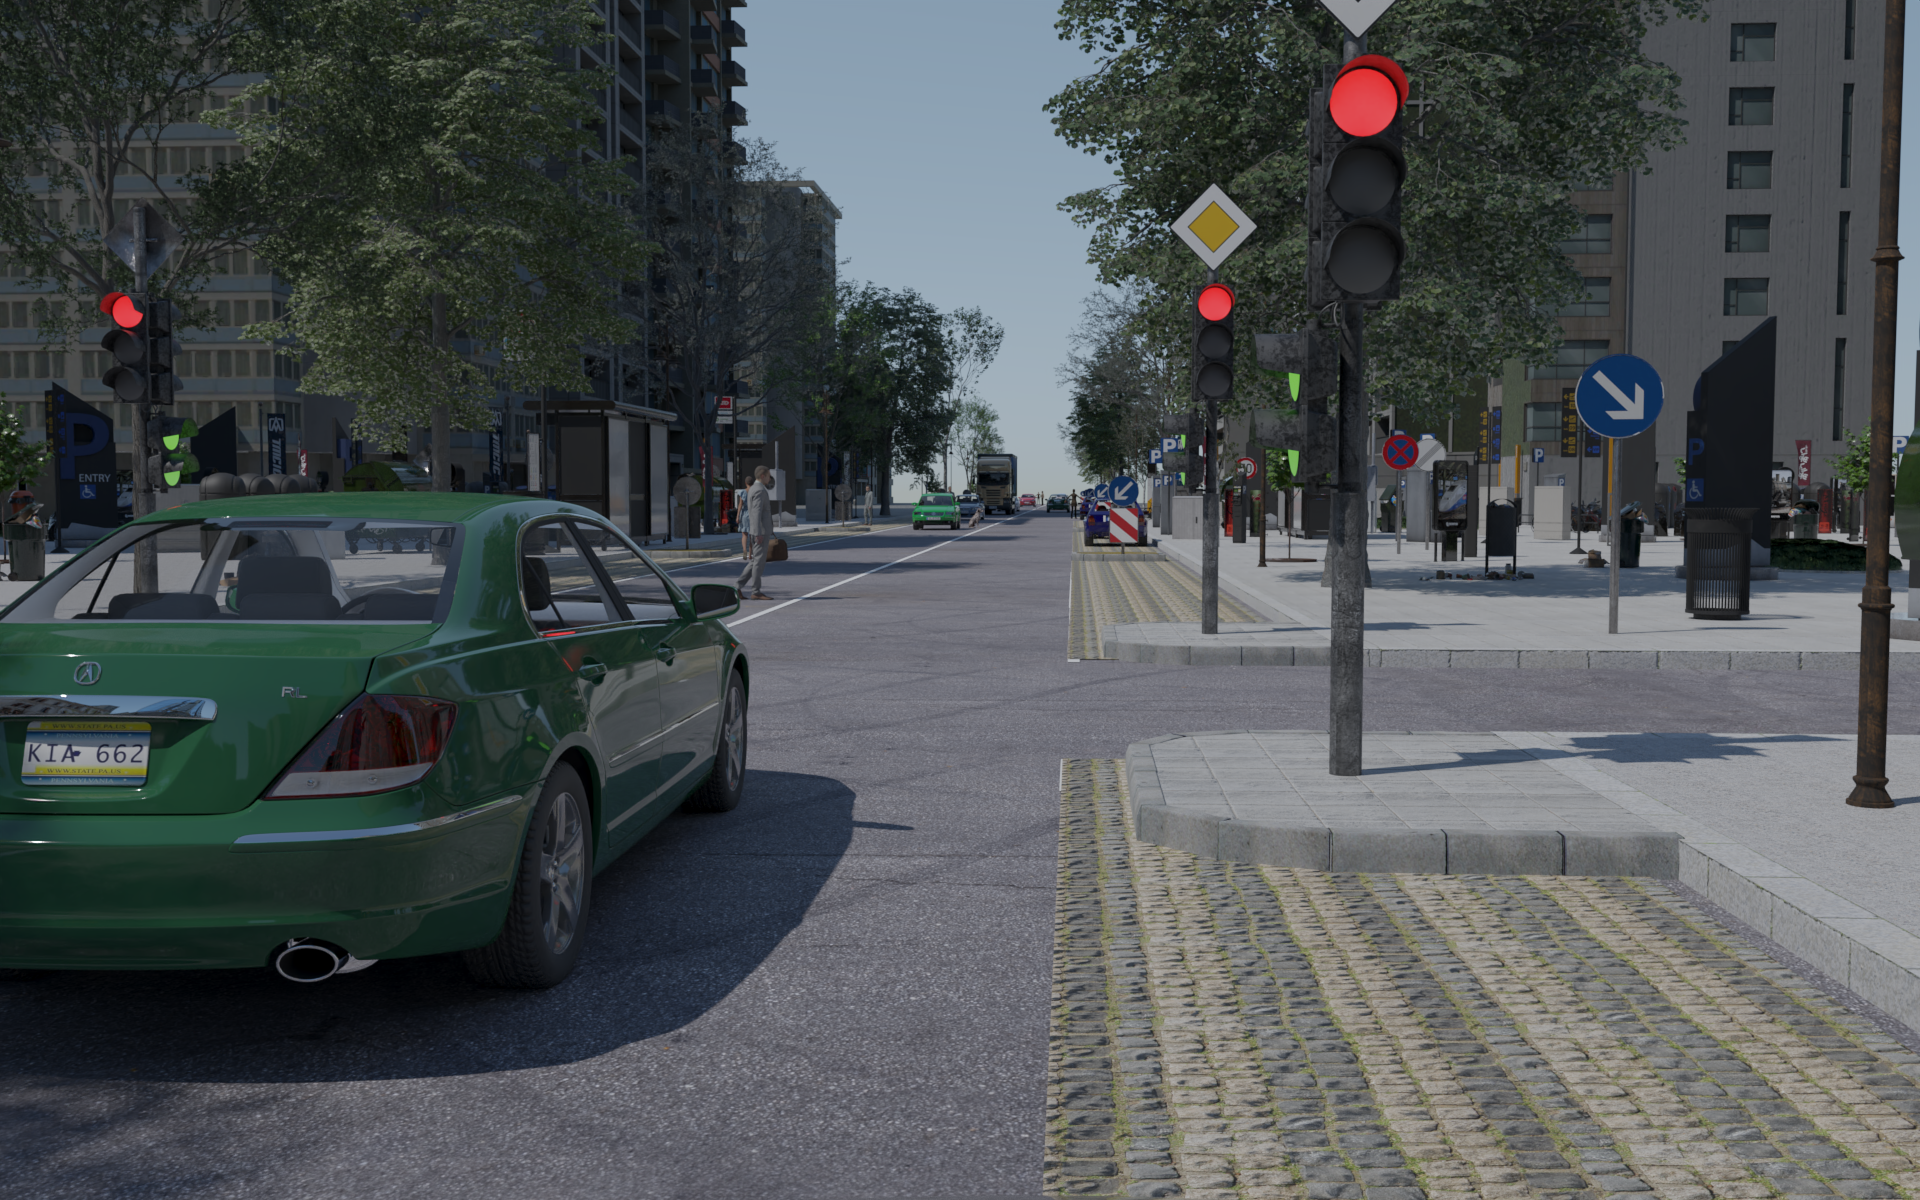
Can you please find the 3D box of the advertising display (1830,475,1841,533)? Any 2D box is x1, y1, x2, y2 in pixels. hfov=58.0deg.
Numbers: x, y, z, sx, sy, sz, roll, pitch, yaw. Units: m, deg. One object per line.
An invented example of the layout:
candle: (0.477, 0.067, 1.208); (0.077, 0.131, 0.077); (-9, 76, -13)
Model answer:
advertising display: (29.065, -3.200, 57.535); (0.123, 1.923, 0.974); (2, 4, 24)

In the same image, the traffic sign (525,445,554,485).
traffic sign: (-10.838, -2.722, 44.615); (0.768, 2.556, 0.104); (0, 4, 5)

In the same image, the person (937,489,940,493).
person: (-1.363, -5.963, 106.544); (0.990, 1.755, 0.434); (-3, 5, -43)

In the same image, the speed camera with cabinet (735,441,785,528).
speed camera with cabinet: (-7.558, -4.345, 65.380); (2.038, 3.252, 0.660); (2, 4, 33)

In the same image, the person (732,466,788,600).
person: (-2.694, -0.903, 23.385); (0.853, 1.813, 0.709); (-1, 4, -18)

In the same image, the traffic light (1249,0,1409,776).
traffic light: (1.748, -1.156, 7.824); (0.839, 4.253, 0.868); (0, 4, 4)

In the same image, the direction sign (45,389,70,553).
direction sign: (-19.629, -2.793, 37.665); (0.876, 3.537, 0.379); (3, 4, 37)

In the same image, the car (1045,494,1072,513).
car: (7.639, -7.501, 134.446); (2.131, 1.459, 4.920); (0, 4, 3)

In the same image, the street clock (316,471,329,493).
street clock: (-19.953, -3.039, 54.265); (0.358, 2.002, 0.471); (-3, 5, -40)

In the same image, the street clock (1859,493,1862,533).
street clock: (29.689, -3.228, 57.342); (0.358, 2.002, 0.471); (-2, 4, -24)

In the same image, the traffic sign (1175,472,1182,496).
traffic sign: (7.743, -3.793, 62.116); (0.768, 2.556, 0.104); (1, 4, 13)

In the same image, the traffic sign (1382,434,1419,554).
traffic sign: (9.372, -2.251, 36.916); (0.768, 2.556, 0.104); (1, 4, 9)

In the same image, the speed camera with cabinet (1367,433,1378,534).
speed camera with cabinet: (13.418, -3.832, 56.983); (0.660, 3.252, 2.038); (1, 4, 15)

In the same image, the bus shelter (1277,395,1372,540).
bus shelter: (10.715, -4.586, 52.612); (2.179, 5.291, 8.768); (0, 4, 4)

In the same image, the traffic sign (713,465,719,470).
traffic sign: (-10.753, -4.574, 74.894); (0.768, 2.556, 0.104); (0, 4, 5)

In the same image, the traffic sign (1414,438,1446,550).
traffic sign: (10.705, -2.417, 39.618); (0.768, 2.556, 0.104); (1, 4, 9)

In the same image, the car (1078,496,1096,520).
car: (7.553, -5.156, 96.882); (1.945, 1.354, 3.894); (0, 4, 4)

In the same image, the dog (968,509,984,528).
dog: (0.579, -3.477, 73.679); (0.513, 0.831, 0.800); (-3, 4, -38)

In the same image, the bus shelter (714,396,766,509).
bus shelter: (-8.786, -5.861, 73.464); (2.179, 5.291, 8.768); (0, 4, 4)

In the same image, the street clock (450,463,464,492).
street clock: (-11.664, -2.163, 39.930); (0.471, 2.002, 0.358); (2, 4, 34)

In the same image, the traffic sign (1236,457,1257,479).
traffic sign: (9.870, -3.656, 59.884); (0.768, 2.556, 0.104); (0, 4, 8)

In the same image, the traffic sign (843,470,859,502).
traffic sign: (-5.799, -5.637, 92.172); (0.884, 2.594, 0.081); (0, 4, 7)

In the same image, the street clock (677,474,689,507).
street clock: (-9.923, -3.527, 62.233); (0.471, 2.002, 0.358); (-1, 4, -10)

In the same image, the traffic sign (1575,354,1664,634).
traffic sign: (5.998, -0.961, 15.826); (0.768, 2.556, 0.104); (1, 4, 13)

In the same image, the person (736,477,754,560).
person: (-4.535, -1.770, 37.530); (0.616, 1.811, 0.778); (0, 4, -2)

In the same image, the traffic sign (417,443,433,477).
traffic sign: (-11.952, -2.315, 39.034); (0.795, 2.450, 0.064); (1, 4, 9)

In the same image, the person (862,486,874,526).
person: (-4.123, -4.256, 78.187); (0.391, 1.810, 0.635); (-3, 5, -41)

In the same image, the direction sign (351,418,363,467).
direction sign: (-17.961, -3.647, 51.631); (0.379, 3.537, 0.876); (-3, 4, -37)

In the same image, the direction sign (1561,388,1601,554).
direction sign: (13.235, -2.749, 36.950); (0.876, 3.537, 0.379); (0, 4, -6)

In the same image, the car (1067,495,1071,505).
car: (13.108, -12.690, 219.845); (2.083, 1.381, 4.827); (0, 4, 5)

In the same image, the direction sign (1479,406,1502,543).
direction sign: (13.741, -3.239, 44.959); (0.379, 3.537, 0.876); (-1, 4, -19)

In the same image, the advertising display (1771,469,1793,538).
advertising display: (20.607, -2.372, 43.998); (0.974, 1.923, 0.123); (1, 4, 12)

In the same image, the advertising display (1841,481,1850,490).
advertising display: (32.437, -3.573, 63.626); (0.974, 1.923, 0.123); (0, 4, -5)

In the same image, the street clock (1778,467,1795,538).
street clock: (21.987, -2.549, 46.244); (0.471, 2.002, 0.358); (1, 4, 12)

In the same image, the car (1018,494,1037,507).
car: (7.610, -11.322, 194.158); (2.155, 1.783, 4.494); (0, 4, 5)

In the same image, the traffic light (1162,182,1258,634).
traffic light: (2.275, -1.643, 15.792); (0.839, 4.253, 0.868); (0, 4, 4)

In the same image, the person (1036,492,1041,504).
person: (11.152, -14.487, 246.178); (1.217, 1.723, 0.721); (0, 4, 7)

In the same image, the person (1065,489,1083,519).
person: (6.651, -5.595, 100.692); (1.217, 1.735, 0.721); (1, 4, 23)

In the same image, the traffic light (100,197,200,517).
traffic light: (-7.715, -1.683, 16.434); (0.839, 4.253, 0.868); (0, 4, 4)

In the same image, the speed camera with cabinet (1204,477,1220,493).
speed camera with cabinet: (12.961, -5.637, 86.507); (0.660, 3.252, 2.038); (-2, 4, -25)

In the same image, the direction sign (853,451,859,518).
direction sign: (-5.479, -6.063, 91.125); (0.379, 3.537, 0.876); (1, 4, 14)

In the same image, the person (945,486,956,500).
person: (-0.509, -4.614, 84.038); (0.694, 1.812, 0.767); (-1, 4, -20)

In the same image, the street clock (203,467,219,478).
street clock: (-20.135, -2.573, 46.642); (0.358, 2.002, 0.471); (0, 4, 2)

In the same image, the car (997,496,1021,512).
car: (4.010, -7.985, 142.919); (2.083, 1.381, 4.827); (0, 4, 2)

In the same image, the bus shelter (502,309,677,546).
bus shelter: (-8.635, -3.825, 40.165); (2.179, 5.291, 8.768); (0, 4, 4)

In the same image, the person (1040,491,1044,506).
person: (10.080, -12.480, 212.560); (0.705, 1.823, 1.348); (-1, 4, -19)
